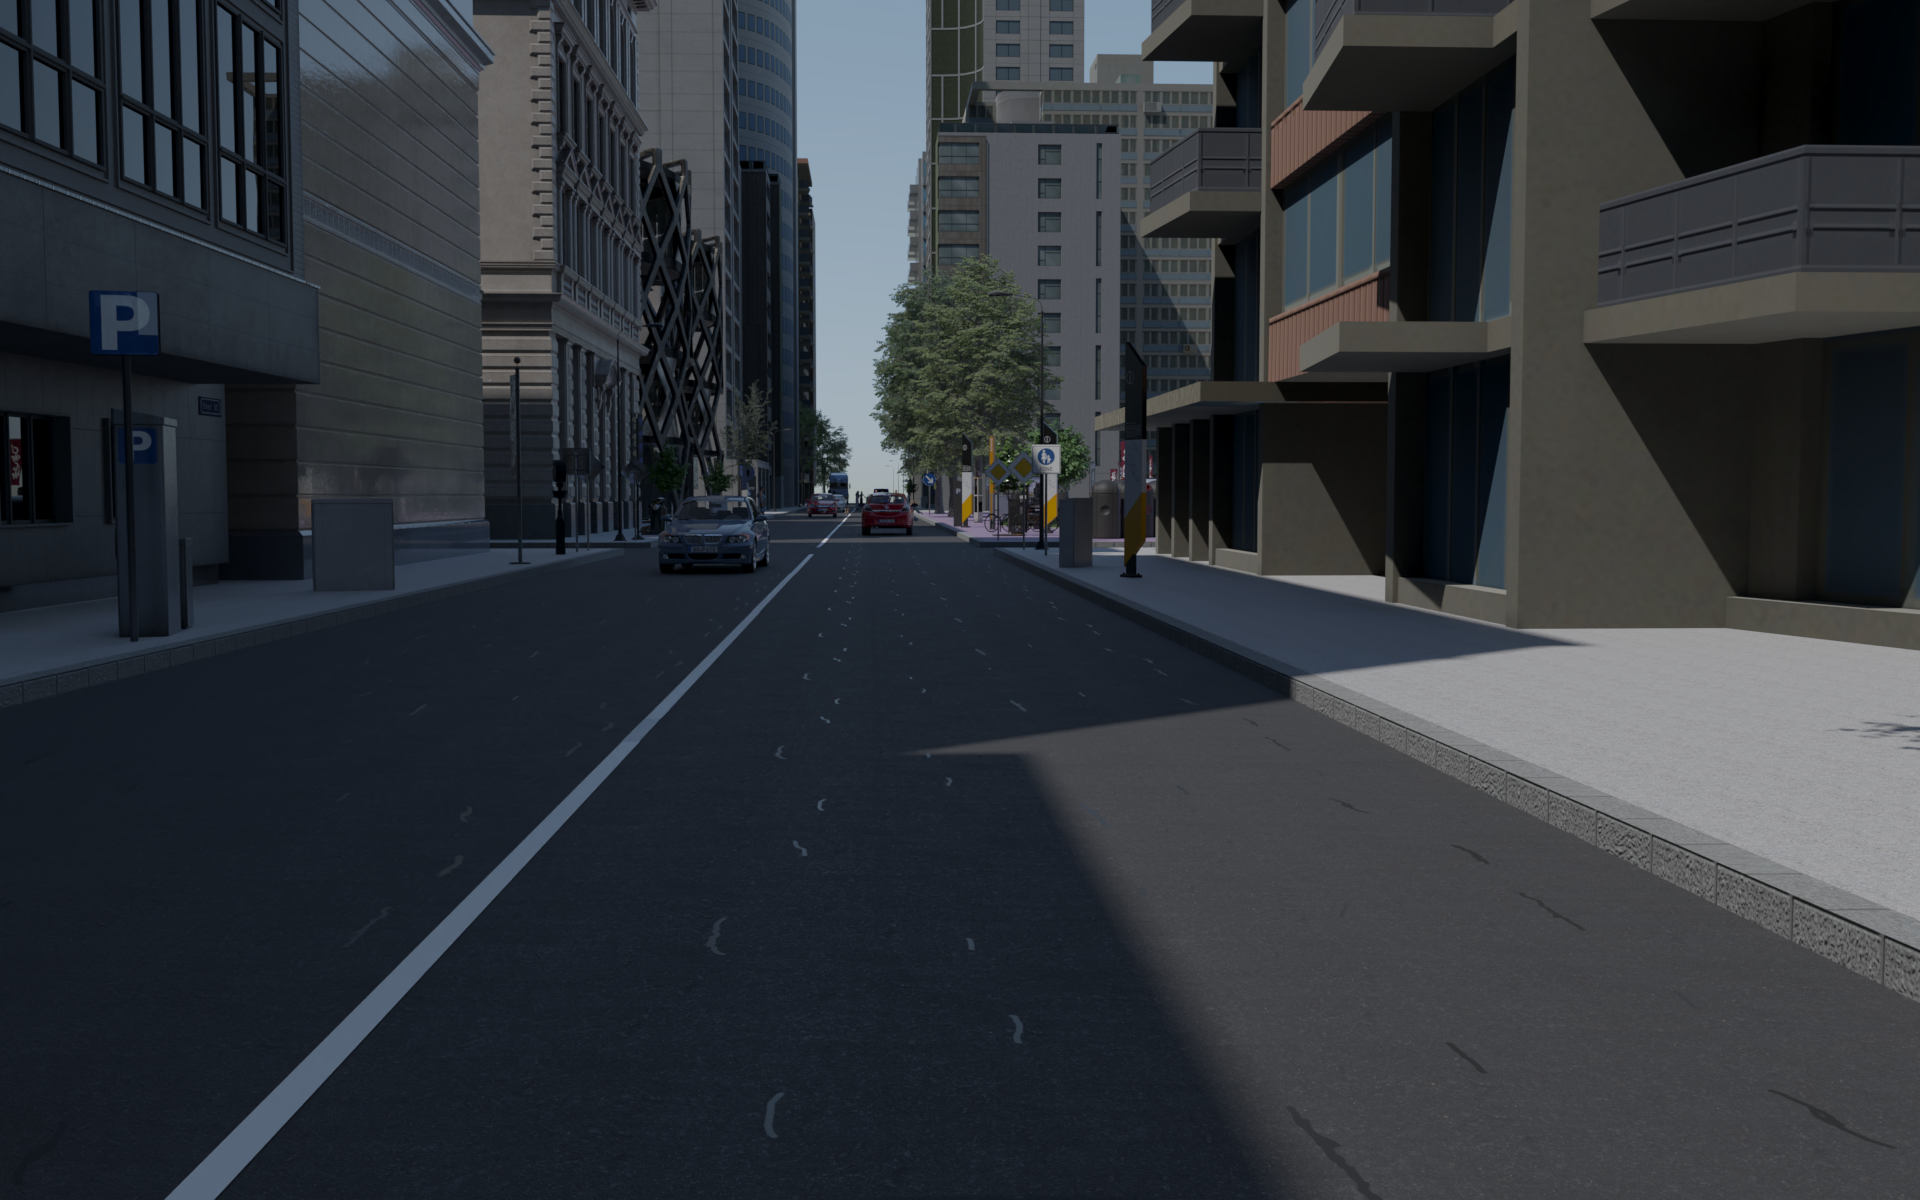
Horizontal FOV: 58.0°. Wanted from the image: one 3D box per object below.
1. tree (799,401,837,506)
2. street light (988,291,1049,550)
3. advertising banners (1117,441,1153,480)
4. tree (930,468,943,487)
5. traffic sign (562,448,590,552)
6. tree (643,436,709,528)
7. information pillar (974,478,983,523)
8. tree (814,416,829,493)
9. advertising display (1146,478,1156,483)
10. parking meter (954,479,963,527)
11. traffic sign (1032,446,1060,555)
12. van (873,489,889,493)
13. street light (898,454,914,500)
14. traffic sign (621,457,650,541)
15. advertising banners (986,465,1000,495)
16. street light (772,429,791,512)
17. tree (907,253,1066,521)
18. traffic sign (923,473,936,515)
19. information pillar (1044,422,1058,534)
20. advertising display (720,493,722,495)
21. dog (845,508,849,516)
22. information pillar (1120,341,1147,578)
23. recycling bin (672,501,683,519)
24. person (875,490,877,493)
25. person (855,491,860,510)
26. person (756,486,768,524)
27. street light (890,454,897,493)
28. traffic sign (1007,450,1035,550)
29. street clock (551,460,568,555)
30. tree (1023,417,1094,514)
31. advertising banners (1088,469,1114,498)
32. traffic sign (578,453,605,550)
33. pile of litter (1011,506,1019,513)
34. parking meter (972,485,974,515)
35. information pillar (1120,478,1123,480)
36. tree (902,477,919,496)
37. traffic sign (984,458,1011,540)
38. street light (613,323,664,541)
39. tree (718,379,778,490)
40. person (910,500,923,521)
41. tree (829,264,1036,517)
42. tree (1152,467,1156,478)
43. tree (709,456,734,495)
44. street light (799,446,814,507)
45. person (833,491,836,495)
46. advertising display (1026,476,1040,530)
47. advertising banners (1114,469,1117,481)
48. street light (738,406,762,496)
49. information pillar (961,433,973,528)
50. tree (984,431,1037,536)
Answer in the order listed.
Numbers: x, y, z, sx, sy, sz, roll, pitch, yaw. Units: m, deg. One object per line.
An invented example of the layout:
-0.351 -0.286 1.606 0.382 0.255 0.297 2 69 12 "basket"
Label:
-17.643 -16.319 192.578 9.928 11.665 9.643 0 3 0 "tree"
1.345 -4.115 39.823 1.470 5.913 1.316 0 4 -3 "street light"
5.769 -3.665 56.117 0.090 3.025 2.074 -2 4 -28 "advertising banners"
-1.387 -10.787 126.727 4.737 8.622 4.395 0 3 0 "tree"
-8.482 -2.212 38.304 0.606 2.300 0.079 0 4 -3 "traffic sign"
-9.726 -3.875 57.962 1.663 3.219 1.824 0 3 0 "tree"
0.824 -4.462 77.444 0.304 2.012 0.304 -3 4 -37 "information pillar"
-21.974 -22.815 279.677 9.857 13.997 8.962 0 3 0 "tree"
7.725 -3.863 68.366 0.974 1.923 0.123 1 4 11 "advertising display"
-0.052 -3.831 68.354 0.399 1.863 0.255 0 4 1 "parking meter"
1.792 -2.076 36.079 0.606 2.300 0.079 0 4 4 "traffic sign"
-8.727 -11.523 192.776 2.240 2.365 5.245 0 4 -1 "van"
-4.714 -11.201 155.684 1.470 5.913 1.316 0 4 -3 "street light"
-8.880 -2.674 47.358 0.795 2.450 0.064 0 4 -3 "traffic sign"
1.972 -6.615 104.350 0.090 3.025 2.074 2 4 26 "advertising banners"
-12.716 -9.241 123.637 1.470 5.913 1.316 0 4 -3 "street light"
1.289 -10.039 82.270 7.486 12.596 7.792 0 3 0 "tree"
-1.858 -6.450 105.560 0.768 2.556 0.104 0 4 0 "traffic sign"
2.928 -3.974 56.328 0.504 3.616 0.183 2 4 26 "information pillar"
-17.024 -7.042 120.342 0.974 1.923 0.123 0 4 3 "advertising display"
-7.394 -5.754 113.365 0.540 0.507 0.406 2 4 29 "dog"
2.673 -2.148 26.471 0.183 3.616 0.504 -2 4 -29 "information pillar"
-13.947 -4.506 86.223 0.722 1.027 0.722 -1 4 -17 "recycling bin"
-6.363 -7.540 132.303 1.217 1.766 0.721 -1 4 -19 "person"
-9.415 -9.184 159.326 0.621 1.740 0.551 -3 5 -43 "person"
-9.357 -4.446 81.285 0.778 1.811 0.616 -1 4 -12 "person"
-7.041 -13.849 198.969 1.470 5.913 1.316 0 4 -3 "street light"
1.468 -2.216 39.879 0.795 2.450 0.064 0 4 -3 "traffic sign"
-8.480 -1.966 36.718 0.358 2.002 0.471 -1 4 -21 "street clock"
4.135 -5.538 74.258 4.285 4.588 4.351 0 3 0 "tree"
9.897 -7.570 119.957 2.074 3.025 0.090 1 4 16 "advertising banners"
-8.463 -2.186 39.383 0.795 2.450 0.064 0 4 -3 "traffic sign"
2.918 -5.165 98.406 1.176 0.858 1.719 0 4 4 "pile of litter"
0.942 -6.148 106.225 0.255 1.863 0.399 2 4 30 "parking meter"
7.545 -4.584 79.438 0.304 2.012 0.304 -2 4 -35 "information pillar"
-4.900 -10.817 171.463 1.663 3.219 1.824 0 3 0 "tree"
1.052 -2.704 47.854 0.795 2.450 0.064 0 4 -3 "traffic sign"
-8.748 -4.565 47.182 1.470 5.913 1.316 0 4 -3 "street light"
-13.788 -9.881 111.909 4.360 8.622 3.978 0 3 0 "tree"
-2.457 -4.503 87.626 1.012 1.151 0.738 2 4 33 "person"
-0.395 -11.521 95.017 9.857 13.997 8.962 0 3 0 "tree"
11.901 -6.606 102.616 1.663 3.219 1.824 0 3 0 "tree"
-12.101 -5.676 87.408 1.663 3.219 1.824 0 3 0 "tree"
-14.938 -11.910 167.274 1.470 5.913 1.316 0 4 -3 "street light"
-10.831 -8.587 149.719 1.217 1.723 0.721 1 4 21 "person"
2.832 -3.516 62.706 0.974 1.923 0.123 -2 4 -30 "advertising display"
9.592 -6.079 95.585 2.074 3.025 0.090 -2 4 -25 "advertising banners"
-11.068 -7.244 90.985 1.470 5.913 1.316 0 4 -3 "street light"
0.276 -4.575 66.152 0.504 3.616 0.183 3 5 42 "information pillar"
1.396 -3.568 52.933 1.663 3.219 1.824 0 3 0 "tree"
